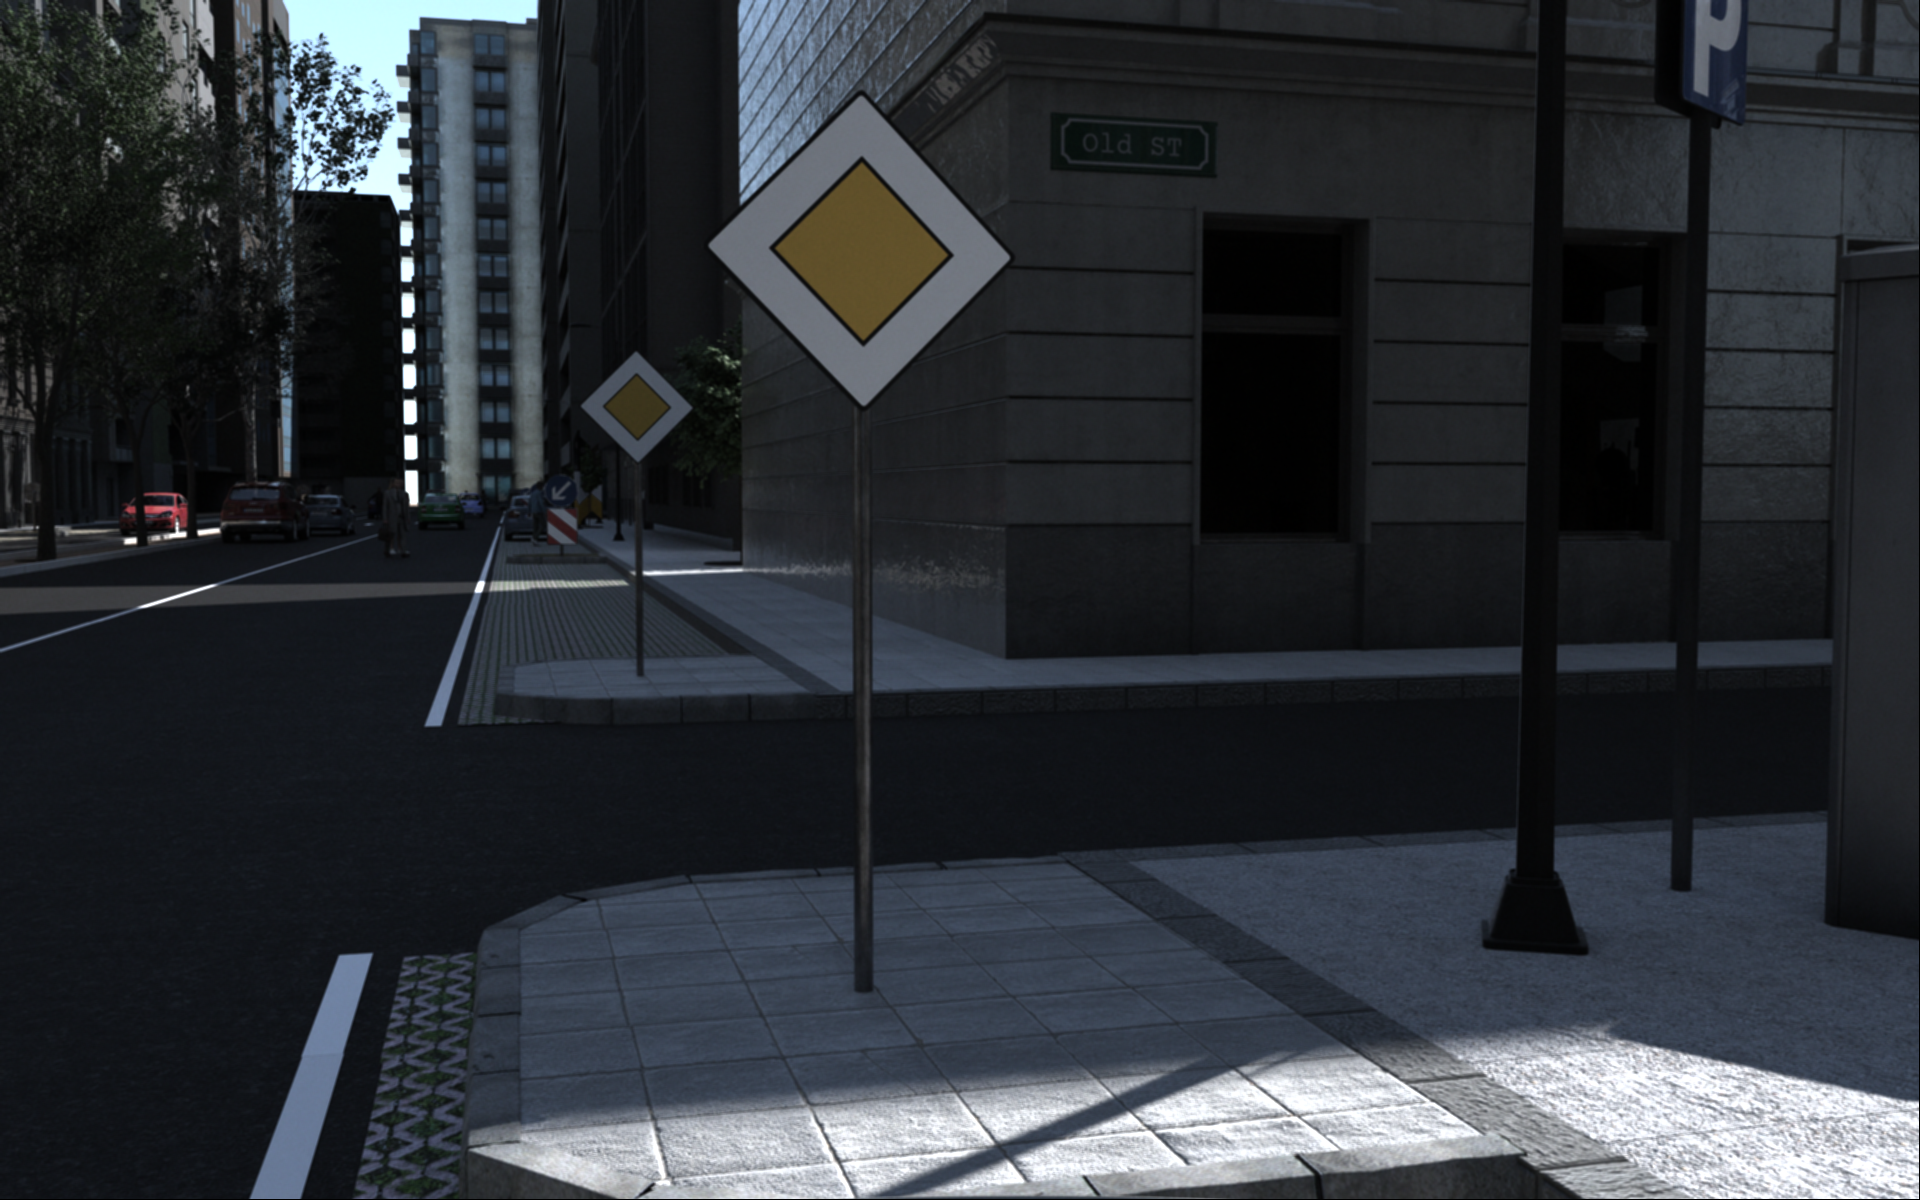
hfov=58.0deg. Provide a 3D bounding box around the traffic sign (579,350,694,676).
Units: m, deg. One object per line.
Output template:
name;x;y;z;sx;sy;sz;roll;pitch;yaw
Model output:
traffic sign;-2.257;-0.520;12.145;0.795;2.450;0.064;-1;4;-14

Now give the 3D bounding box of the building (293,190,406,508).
building;-61.522;-24.219;167.676;14.107;30.474;14.160;-1;4;-14

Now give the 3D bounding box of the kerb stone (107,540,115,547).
kerb stone;-23.201;-1.521;47.062;0.120;0.150;1.000;-1;4;-14

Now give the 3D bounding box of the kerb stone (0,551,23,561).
kerb stone;-20.890;-0.972;38.138;0.120;0.150;1.000;-1;4;-14

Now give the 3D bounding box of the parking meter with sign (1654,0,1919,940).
parking meter with sign;2.942;-0.532;4.963;1.738;3.016;0.543;3;5;43

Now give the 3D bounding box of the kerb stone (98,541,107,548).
kerb stone;-22.943;-1.453;46.073;0.120;0.150;1.000;-1;4;-14

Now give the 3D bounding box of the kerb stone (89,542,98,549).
kerb stone;-22.688;-1.391;45.075;0.120;0.150;1.000;-1;4;-14

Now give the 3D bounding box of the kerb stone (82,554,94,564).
kerb stone;-18.077;-0.825;35.677;0.120;0.150;1.000;-1;4;-14

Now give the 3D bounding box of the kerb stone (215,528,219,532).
kerb stone;-27.578;-2.552;63.927;0.120;0.150;1.000;-1;4;-14

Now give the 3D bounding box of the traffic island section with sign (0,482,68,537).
traffic island section with sign;-31.288;-3.044;58.393;1.989;1.847;2.006;-1;4;-14

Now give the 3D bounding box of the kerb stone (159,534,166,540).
kerb stone;-25.002;-1.943;53.990;0.120;0.150;1.000;-1;4;-14

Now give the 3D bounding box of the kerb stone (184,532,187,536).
kerb stone;-26.042;-2.188;57.973;0.120;0.150;1.000;-1;4;-14

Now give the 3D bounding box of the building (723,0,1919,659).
building;19.127;-15.235;25.503;44.131;29.872;17.030;-1;4;-14

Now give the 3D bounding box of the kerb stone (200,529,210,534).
kerb stone;-27.068;-2.425;61.945;0.120;0.150;1.000;-1;4;-14

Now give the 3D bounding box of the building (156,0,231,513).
building;-60.275;-31.403;102.673;28.713;52.752;27.495;-1;4;-14

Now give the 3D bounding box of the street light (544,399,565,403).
street light;-19.713;-6.892;85.224;1.470;5.913;1.316;-1;4;-14

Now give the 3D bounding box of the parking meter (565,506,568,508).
parking meter;-17.619;-4.416;77.918;0.255;1.863;0.399;-1;4;-18

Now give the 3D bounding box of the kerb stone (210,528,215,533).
kerb stone;-27.318;-2.492;62.936;0.120;0.150;1.000;-1;4;-14

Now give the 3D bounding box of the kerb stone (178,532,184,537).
kerb stone;-25.776;-2.125;56.978;0.120;0.150;1.000;-1;4;-14

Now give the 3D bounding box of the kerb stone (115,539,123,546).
kerb stone;-23.456;-1.581;48.052;0.120;0.150;1.000;-1;4;-14

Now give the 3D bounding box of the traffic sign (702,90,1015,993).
traffic sign;-0.252;-0.047;4.415;0.795;2.450;0.064;-1;4;-14

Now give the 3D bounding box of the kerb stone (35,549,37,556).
kerb stone;-21.397;-1.096;40.120;0.120;0.150;1.000;-1;4;-14

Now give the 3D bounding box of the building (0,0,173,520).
building;-47.935;-24.537;84.779;14.154;41.232;14.086;-1;4;-14

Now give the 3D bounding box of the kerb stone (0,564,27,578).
kerb stone;-16.796;-0.522;30.725;0.120;0.150;1.000;-1;4;-14

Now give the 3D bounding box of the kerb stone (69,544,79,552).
kerb stone;-22.173;-1.276;43.095;0.120;0.150;1.000;-1;4;-14

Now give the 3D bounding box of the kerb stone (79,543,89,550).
kerb stone;-22.431;-1.339;44.085;0.120;0.150;1.000;-1;4;-14

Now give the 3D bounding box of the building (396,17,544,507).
building;-41.270;-34.138;177.764;30.456;49.044;23.786;-1;4;-14

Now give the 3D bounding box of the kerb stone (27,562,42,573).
kerb stone;-17.053;-0.582;31.718;0.120;0.150;1.000;-1;4;-14

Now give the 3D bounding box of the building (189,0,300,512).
building;-63.942;-30.244;144.596;14.200;45.320;14.600;-1;4;-14

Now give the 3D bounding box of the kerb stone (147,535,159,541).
kerb stone;-24.741;-1.883;53.001;0.120;0.150;1.000;-1;4;-14

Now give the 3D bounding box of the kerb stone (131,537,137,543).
kerb stone;-23.974;-1.702;50.031;0.120;0.150;1.000;-1;4;-14

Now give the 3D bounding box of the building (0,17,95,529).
building;-40.528;-13.268;66.089;9.793;20.994;18.267;-1;4;-14

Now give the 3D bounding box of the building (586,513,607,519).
building;-12.648;-29.257;102.047;21.300;48.544;21.600;-1;4;-14

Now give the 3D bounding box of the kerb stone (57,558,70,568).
kerb stone;-17.565;-0.704;33.698;0.120;0.150;1.000;-1;4;-14

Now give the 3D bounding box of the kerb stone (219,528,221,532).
kerb stone;-27.830;-2.614;64.929;0.120;0.150;1.000;-1;4;-14

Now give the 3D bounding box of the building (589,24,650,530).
building;-8.974;-16.963;74.616;12.463;27.353;25.104;-1;4;-14

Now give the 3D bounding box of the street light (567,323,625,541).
street light;-9.900;-4.571;47.279;1.470;5.913;1.316;-1;4;-14

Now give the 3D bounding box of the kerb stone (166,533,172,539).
kerb stone;-25.259;-2.006;54.993;0.120;0.150;1.000;-1;4;-14

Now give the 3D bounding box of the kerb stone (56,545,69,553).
kerb stone;-21.915;-1.217;42.098;0.120;0.150;1.000;-1;4;-14

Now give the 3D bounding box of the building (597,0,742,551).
building;-2.906;-15.730;50.691;14.314;27.812;24.014;-1;4;-14

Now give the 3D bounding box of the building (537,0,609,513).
building;-25.263;-32.202;150.201;21.300;48.544;21.600;-1;4;-14

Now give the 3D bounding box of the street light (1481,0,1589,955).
street light;1.122;-1.965;4.671;1.470;5.913;1.316;-1;4;-14

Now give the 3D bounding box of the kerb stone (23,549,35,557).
kerb stone;-21.147;-1.036;39.128;0.120;0.150;1.000;-1;4;-14

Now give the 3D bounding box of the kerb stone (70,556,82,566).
kerb stone;-17.829;-0.764;34.685;0.120;0.150;1.000;-1;4;-14

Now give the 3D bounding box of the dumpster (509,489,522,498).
dumpster;-37.429;-8.506;147.281;1.865;1.857;1.264;-1;4;-15

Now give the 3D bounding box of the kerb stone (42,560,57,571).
kerb stone;-17.305;-0.643;32.709;0.120;0.150;1.000;-1;4;-14

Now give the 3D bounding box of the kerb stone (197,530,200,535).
kerb stone;-26.548;-2.310;59.963;0.120;0.150;1.000;-1;4;-14

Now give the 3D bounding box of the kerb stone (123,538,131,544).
kerb stone;-23.712;-1.642;49.042;0.120;0.150;1.000;-1;4;-14

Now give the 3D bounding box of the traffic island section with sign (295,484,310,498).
traffic island section with sign;-31.191;-4.518;82.012;2.006;1.907;1.989;-1;4;-14

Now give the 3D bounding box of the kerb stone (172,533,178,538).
kerb stone;-25.518;-2.067;55.989;0.120;0.150;1.000;-1;4;-14

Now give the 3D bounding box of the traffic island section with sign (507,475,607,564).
traffic island section with sign;-8.419;-1.677;36.042;1.989;1.847;2.006;-1;4;-14
